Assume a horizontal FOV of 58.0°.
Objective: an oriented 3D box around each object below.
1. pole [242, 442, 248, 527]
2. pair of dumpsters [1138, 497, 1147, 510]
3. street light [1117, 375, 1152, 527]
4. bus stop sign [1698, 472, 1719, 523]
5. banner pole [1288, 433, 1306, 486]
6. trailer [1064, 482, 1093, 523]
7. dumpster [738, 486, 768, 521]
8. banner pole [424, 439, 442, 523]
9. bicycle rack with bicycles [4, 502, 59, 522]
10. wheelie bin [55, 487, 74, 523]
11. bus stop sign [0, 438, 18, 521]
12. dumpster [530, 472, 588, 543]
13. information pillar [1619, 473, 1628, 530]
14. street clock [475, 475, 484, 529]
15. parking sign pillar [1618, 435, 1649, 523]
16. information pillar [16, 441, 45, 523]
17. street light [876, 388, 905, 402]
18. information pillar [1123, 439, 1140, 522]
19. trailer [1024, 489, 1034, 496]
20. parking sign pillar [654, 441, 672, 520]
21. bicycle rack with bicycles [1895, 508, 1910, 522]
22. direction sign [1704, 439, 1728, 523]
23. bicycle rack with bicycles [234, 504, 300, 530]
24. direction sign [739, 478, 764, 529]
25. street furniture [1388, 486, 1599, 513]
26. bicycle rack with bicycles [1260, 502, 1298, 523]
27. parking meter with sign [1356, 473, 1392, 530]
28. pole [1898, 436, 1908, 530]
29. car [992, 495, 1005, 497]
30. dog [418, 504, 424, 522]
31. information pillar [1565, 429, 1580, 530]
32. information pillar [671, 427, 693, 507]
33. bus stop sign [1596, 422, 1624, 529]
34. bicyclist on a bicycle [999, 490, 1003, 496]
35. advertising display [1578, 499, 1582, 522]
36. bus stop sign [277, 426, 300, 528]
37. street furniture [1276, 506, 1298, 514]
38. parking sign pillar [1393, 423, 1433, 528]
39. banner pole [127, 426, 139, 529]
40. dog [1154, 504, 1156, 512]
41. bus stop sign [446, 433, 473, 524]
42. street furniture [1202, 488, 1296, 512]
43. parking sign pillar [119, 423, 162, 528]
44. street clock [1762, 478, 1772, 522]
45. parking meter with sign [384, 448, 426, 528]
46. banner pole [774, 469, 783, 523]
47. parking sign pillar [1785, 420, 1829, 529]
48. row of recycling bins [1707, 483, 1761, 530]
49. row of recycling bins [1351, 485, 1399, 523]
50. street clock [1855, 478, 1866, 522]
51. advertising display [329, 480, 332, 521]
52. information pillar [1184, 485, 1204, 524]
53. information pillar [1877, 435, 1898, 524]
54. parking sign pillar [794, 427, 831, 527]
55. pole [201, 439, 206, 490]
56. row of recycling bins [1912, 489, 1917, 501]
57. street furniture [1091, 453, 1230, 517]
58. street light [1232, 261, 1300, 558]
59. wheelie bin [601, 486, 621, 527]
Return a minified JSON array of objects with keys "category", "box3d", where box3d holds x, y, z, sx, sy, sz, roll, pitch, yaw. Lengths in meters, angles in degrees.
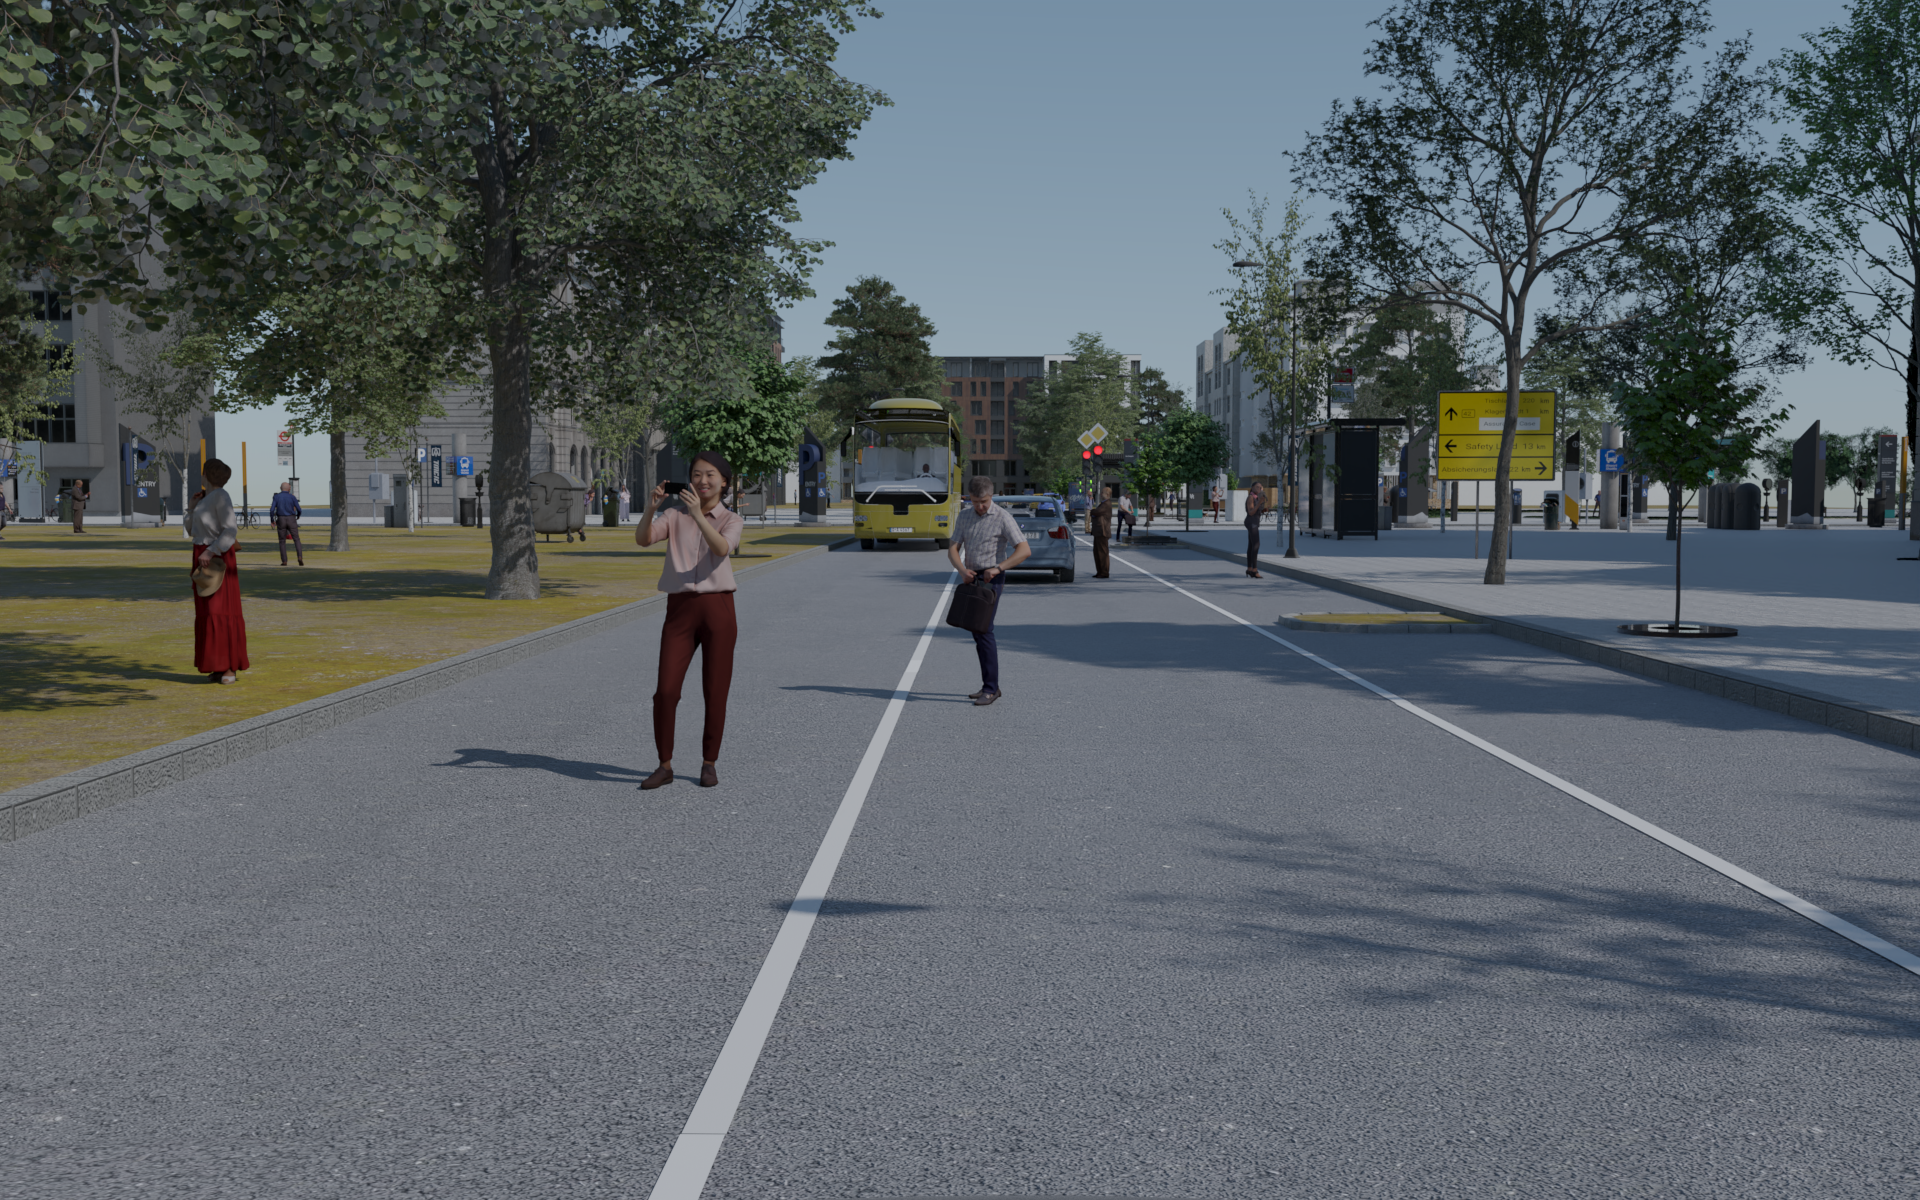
[{"category":"pole","box3d":[-27.798,-4.494,67.323,0.158,3.312,0.155,0,3,0]},{"category":"pair of dumpsters","box3d":[14.143,-8.279,137.861,1.574,2.255,4.436,0,4,1]},{"category":"street light","box3d":[6.786,-5.805,67.447,1.470,5.913,1.316,0,4,1]},{"category":"bus stop sign","box3d":[33.659,-5.449,78.109,0.837,3.901,0.837,3,5,43]},{"category":"banner pole","box3d":[12.606,-4.558,64.547,0.863,3.779,0.401,0,4,0]},{"category":"trailer","box3d":[5.856,-4.799,85.513,1.471,1.999,3.904,0,4,2]},{"category":"dumpster","box3d":[-9.876,-4.684,82.341,1.264,1.857,1.865,0,4,1]},{"category":"banner pole","box3d":[-23.663,-5.367,77.759,0.863,3.779,0.401,-1,4,-9]},{"category":"bicycle rack with bicycles","box3d":[-43.530,-4.081,80.109,2.925,0.926,2.852,2,4,26]},{"category":"wheelie bin","box3d":[-39.683,-4.229,77.047,0.693,1.594,0.980,3,4,38]},{"category":"bus stop sign","box3d":[-45.204,-5.689,82.034,0.837,3.901,0.837,0,4,7]},{"category":"dumpster","box3d":[-10.689,-2.457,45.938,1.264,1.857,1.865,0,4,1]},{"category":"information pillar","box3d":[23.682,-3.496,61.650,0.304,2.012,0.304,3,4,37]},{"category":"street clock","box3d":[-17.886,-3.664,64.475,0.358,2.002,0.471,0,4,-5]},{"category":"parking sign pillar","box3d":[29.683,-5.378,76.406,1.447,3.967,1.447,-2,4,-30]},{"category":"information pillar","box3d":[-41.284,-5.238,76.949,1.656,3.620,0.184,2,4,29]},{"category":"street light","box3d":[-3.127,-6.327,75.992,1.470,5.913,1.316,0,4,1]},{"category":"information pillar","box3d":[8.033,-5.620,81.269,0.750,3.857,0.750,1,4,10]},{"category":"trailer","box3d":[7.529,-11.190,190.002,1.471,1.999,3.904,0,3,0]},{"category":"parking sign pillar","box3d":[-13.272,-5.551,79.232,1.447,3.967,1.447,3,4,36]},{"category":"bicycle rack with bicycles","box3d":[44.811,-4.050,79.597,2.852,0.926,2.925,-2,4,-29]},{"category":"direction sign","box3d":[33.134,-5.309,75.564,1.411,3.948,2.525,3,5,43]},{"category":"bicycle rack with bicycles","box3d":[-25.119,-3.024,62.821,2.852,0.926,2.925,0,4,0]},{"category":"direction sign","box3d":[-8.143,-4.568,63.445,2.525,3.948,1.411,0,4,5]},{"category":"street furniture","box3d":[38.621,-7.733,131.456,14.083,1.986,27.439,0,4,-1]},{"category":"bicycle rack with bicycles","box3d":[14.381,-3.946,77.894,2.852,0.926,2.925,3,4,37]},{"category":"parking meter with sign","box3d":[14.779,-4.021,62.002,0.543,3.016,1.738,-2,4,-28]},{"category":"pole","box3d":[33.423,-4.130,61.364,0.158,3.312,0.155,0,3,0]},{"category":"car","box3d":[4.050,-10.302,180.798,2.083,1.381,4.827,0,4,3]},{"category":"dog","box3d":[-25.139,-4.052,80.624,0.513,0.831,0.800,0,4,-6]},{"category":"information pillar","box3d":[21.992,-4.330,62.154,0.504,3.616,0.183,2,4,24]},{"category":"information pillar","box3d":[-10.410,-4.632,65.114,0.750,3.857,0.750,1,4,20]},{"category":"bus stop sign","box3d":[23.786,-4.549,63.391,0.837,3.901,0.837,1,4,13]},{"category":"bicyclist on a bicycle","box3d":[2.049,-4.694,86.764,1.499,1.676,1.625,0,4,1]},{"category":"advertising display","box3d":[28.322,-4.534,79.337,0.123,1.923,0.974,2,4,31]},{"category":"bus stop sign","box3d":[-25.646,-4.737,66.157,0.416,3.939,0.855,3,4,39]},{"category":"street furniture","box3d":[25.563,-6.109,115.511,10.072,0.657,5.734,-1,4,-9]},{"category":"parking sign pillar","box3d":[17.189,-4.717,65.595,1.447,3.967,1.447,-3,4,-39]},{"category":"banner pole","box3d":[-30.624,-4.538,64.216,0.401,3.779,0.863,0,4,-1]},{"category":"dog","box3d":[13.914,-6.705,124.009,0.800,0.831,0.513,2,4,34]},{"category":"bus stop sign","box3d":[-21.807,-5.289,75.492,0.837,3.901,0.837,3,5,40]},{"category":"street furniture","box3d":[22.819,-7.501,129.499,9.812,1.723,11.010,1,4,19]},{"category":"parking sign pillar","box3d":[-31.370,-4.756,66.235,1.447,3.967,1.447,-3,5,-45]},{"category":"street clock","box3d":[37.128,-4.596,79.718,0.471,2.002,0.358,-2,4,-31]},{"category":"parking meter with sign","box3d":[-21.073,-4.243,65.632,1.738,3.016,0.543,2,4,24]},{"category":"banner pole","box3d":[-8.001,-5.262,76.045,0.401,3.779,0.863,2,4,26]},{"category":"parking sign pillar","box3d":[31.018,-4.578,63.322,1.447,3.967,1.447,-1,4,-11]},{"category":"row of recycling bins","box3d":[28.175,-3.428,63.155,1.069,1.692,3.534,0,4,5]},{"category":"row of recycling bins","box3d":[19.020,-4.253,76.654,3.534,1.692,1.069,-1,4,-16]},{"category":"street clock","box3d":[41.537,-4.609,79.923,0.358,2.002,0.471,-1,4,-13]},{"category":"advertising display","box3d":[-29.433,-4.678,81.702,0.974,1.923,0.123,3,5,41]},{"category":"information pillar","box3d":[10.215,-5.266,75.484,0.750,3.857,0.750,0,4,-3]},{"category":"information pillar","box3d":[40.494,-5.279,75.685,0.750,3.857,0.750,1,4,18]},{"category":"parking sign pillar","box3d":[-5.750,-4.828,67.406,1.447,3.967,1.447,-3,5,-39]},{"category":"pole","box3d":[-28.100,-4.314,64.371,0.158,3.312,0.155,0,3,0]},{"category":"row of recycling bins","box3d":[36.627,-3.486,64.105,1.069,1.692,3.534,-1,4,-9]},{"category":"street furniture","box3d":[11.246,-6.483,98.106,7.346,3.524,5.398,0,4,1]},{"category":"street light","box3d":[6.125,-3.798,34.646,1.470,5.913,1.316,0,4,1]},{"category":"wheelie bin","box3d":[-13.663,-3.667,67.868,0.693,1.594,0.980,0,4,1]}]
